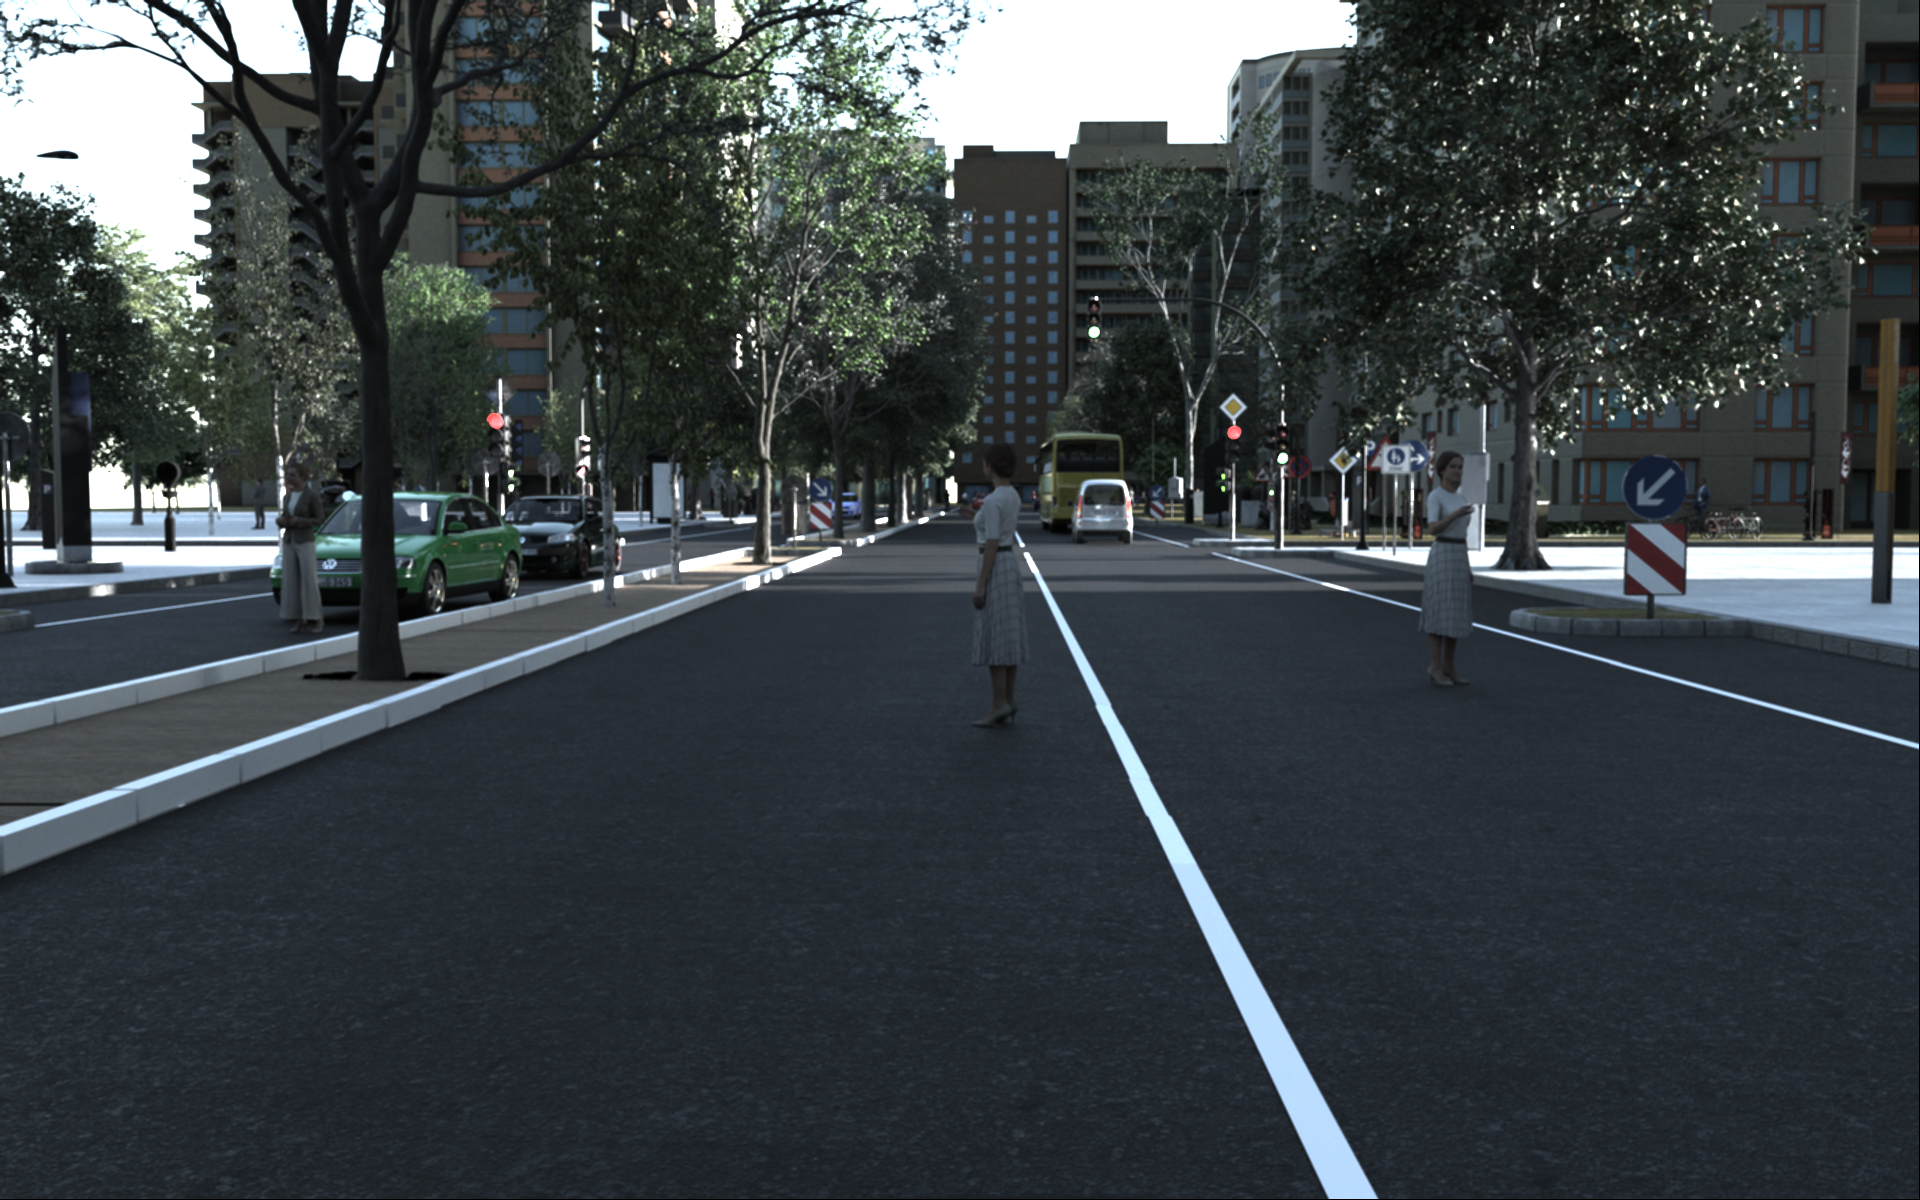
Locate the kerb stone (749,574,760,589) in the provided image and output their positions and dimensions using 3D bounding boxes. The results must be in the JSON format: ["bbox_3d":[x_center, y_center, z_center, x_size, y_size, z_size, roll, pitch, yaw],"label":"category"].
[{"bbox_3d":[-3.229,-0.263,26.503,0.120,0.150,1.000,0,4,1],"label":"kerb stone"}]

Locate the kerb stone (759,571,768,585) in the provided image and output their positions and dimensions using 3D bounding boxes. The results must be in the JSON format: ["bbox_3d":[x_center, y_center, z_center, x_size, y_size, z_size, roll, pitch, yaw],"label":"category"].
[{"bbox_3d":[-3.211,-0.322,27.525,0.120,0.150,1.000,0,4,1],"label":"kerb stone"}]

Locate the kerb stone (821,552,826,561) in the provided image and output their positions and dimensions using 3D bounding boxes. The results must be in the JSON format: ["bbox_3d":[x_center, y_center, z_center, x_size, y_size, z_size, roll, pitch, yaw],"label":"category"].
[{"bbox_3d":[-3.014,-0.889,36.753,0.120,0.150,1.000,0,4,1],"label":"kerb stone"}]

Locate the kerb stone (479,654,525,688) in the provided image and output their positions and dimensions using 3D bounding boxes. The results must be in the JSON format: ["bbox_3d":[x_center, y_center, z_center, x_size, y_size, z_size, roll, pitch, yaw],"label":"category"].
[{"bbox_3d":[-3.519,0.554,13.161,0.120,0.150,1.000,0,4,1],"label":"kerb stone"}]

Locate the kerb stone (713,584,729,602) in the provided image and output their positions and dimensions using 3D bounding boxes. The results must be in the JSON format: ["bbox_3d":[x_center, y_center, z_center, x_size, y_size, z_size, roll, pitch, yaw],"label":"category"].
[{"bbox_3d":[-3.300,-0.075,23.424,0.120,0.150,1.000,0,4,1],"label":"kerb stone"}]

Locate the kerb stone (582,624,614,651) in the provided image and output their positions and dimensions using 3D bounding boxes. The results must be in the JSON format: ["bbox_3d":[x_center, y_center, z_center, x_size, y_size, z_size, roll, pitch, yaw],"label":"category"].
[{"bbox_3d":[-3.440,0.365,16.242,0.120,0.150,1.000,0,4,1],"label":"kerb stone"}]

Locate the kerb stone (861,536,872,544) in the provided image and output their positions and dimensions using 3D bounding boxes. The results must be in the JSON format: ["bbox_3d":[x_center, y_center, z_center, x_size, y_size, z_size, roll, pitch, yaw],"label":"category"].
[{"bbox_3d":[-2.729,-1.739,50.627,0.120,0.150,1.000,0,4,1],"label":"kerb stone"}]

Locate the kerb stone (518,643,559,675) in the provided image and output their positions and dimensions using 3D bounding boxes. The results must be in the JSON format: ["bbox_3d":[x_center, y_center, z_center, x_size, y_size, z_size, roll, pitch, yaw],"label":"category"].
[{"bbox_3d":[-3.490,0.490,14.188,0.120,0.150,1.000,0,4,1],"label":"kerb stone"}]

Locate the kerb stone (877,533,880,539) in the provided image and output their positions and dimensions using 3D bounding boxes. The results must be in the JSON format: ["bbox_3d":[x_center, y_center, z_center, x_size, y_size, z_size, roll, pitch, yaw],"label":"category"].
[{"bbox_3d":[-2.666,-1.927,53.697,0.120,0.150,1.000,0,4,1],"label":"kerb stone"}]

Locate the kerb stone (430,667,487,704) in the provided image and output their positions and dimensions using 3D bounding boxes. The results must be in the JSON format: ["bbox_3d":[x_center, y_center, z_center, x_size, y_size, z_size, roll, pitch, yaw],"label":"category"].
[{"bbox_3d":[-3.540,0.615,12.135,0.120,0.150,1.000,0,4,1],"label":"kerb stone"}]

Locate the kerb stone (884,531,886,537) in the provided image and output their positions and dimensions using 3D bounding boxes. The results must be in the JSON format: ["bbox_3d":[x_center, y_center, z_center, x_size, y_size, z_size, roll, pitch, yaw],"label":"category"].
[{"bbox_3d":[-2.595,-2.110,56.764,0.120,0.150,1.000,0,4,1],"label":"kerb stone"}]

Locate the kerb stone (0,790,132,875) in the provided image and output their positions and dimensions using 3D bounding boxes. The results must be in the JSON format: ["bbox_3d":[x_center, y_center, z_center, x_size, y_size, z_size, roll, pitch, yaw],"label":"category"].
[{"bbox_3d":[-3.640,0.930,7.004,0.120,0.150,1.000,0,4,1],"label":"kerb stone"}]

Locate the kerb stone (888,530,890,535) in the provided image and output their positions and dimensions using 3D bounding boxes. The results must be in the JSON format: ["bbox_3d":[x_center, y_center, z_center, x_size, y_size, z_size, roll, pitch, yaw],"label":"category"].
[{"bbox_3d":[-2.550,-2.234,58.812,0.120,0.150,1.000,0,4,1],"label":"kerb stone"}]

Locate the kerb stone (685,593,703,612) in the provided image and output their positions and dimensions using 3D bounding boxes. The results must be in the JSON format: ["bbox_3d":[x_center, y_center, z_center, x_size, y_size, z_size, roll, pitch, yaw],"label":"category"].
[{"bbox_3d":[-3.346,0.050,21.374,0.120,0.150,1.000,0,4,1],"label":"kerb stone"}]

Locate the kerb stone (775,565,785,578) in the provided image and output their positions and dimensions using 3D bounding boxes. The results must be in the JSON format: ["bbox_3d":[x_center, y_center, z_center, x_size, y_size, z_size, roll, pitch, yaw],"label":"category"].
[{"bbox_3d":[-3.162,-0.452,29.583,0.120,0.150,1.000,0,4,1],"label":"kerb stone"}]

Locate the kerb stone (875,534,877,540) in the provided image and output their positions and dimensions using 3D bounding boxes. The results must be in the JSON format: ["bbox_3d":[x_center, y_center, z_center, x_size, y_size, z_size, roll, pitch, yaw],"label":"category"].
[{"bbox_3d":[-2.690,-1.864,52.676,0.120,0.150,1.000,0,4,1],"label":"kerb stone"}]

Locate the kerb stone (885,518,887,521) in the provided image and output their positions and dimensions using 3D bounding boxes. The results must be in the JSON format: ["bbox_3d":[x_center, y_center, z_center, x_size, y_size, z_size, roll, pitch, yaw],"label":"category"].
[{"bbox_3d":[-4.014,-4.126,89.656,0.120,0.150,1.000,0,4,1],"label":"kerb stone"}]

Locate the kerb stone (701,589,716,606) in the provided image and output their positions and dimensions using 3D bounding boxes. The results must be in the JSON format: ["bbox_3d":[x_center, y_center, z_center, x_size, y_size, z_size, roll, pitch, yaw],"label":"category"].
[{"bbox_3d":[-3.324,-0.012,22.398,0.120,0.150,1.000,0,4,1],"label":"kerb stone"}]

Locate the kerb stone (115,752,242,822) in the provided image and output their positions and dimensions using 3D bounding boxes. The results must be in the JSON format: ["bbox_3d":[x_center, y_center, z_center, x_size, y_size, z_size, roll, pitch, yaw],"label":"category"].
[{"bbox_3d":[-3.622,0.866,8.037,0.120,0.150,1.000,0,4,1],"label":"kerb stone"}]

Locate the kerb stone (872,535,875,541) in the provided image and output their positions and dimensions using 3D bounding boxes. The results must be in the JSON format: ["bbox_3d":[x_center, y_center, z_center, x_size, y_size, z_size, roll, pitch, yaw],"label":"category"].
[{"bbox_3d":[-2.702,-1.801,51.649,0.120,0.150,1.000,0,4,1],"label":"kerb stone"}]

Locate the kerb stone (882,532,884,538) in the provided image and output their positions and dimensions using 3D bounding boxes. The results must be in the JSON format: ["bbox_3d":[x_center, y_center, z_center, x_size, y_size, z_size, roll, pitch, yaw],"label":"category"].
[{"bbox_3d":[-2.618,-2.052,55.741,0.120,0.150,1.000,0,4,1],"label":"kerb stone"}]

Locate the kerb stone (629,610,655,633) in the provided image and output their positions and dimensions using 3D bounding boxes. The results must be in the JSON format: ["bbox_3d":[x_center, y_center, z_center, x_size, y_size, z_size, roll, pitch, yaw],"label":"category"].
[{"bbox_3d":[-3.403,0.239,18.292,0.120,0.150,1.000,0,4,1],"label":"kerb stone"}]

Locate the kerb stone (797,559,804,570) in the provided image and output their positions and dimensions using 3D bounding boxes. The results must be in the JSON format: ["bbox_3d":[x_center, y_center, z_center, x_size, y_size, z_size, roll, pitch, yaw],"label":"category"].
[{"bbox_3d":[-3.100,-0.639,32.653,0.120,0.150,1.000,0,4,1],"label":"kerb stone"}]

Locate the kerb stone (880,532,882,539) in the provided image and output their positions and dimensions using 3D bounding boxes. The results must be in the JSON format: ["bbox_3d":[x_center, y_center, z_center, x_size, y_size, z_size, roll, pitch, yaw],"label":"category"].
[{"bbox_3d":[-2.650,-1.989,54.720,0.120,0.150,1.000,0,4,1],"label":"kerb stone"}]

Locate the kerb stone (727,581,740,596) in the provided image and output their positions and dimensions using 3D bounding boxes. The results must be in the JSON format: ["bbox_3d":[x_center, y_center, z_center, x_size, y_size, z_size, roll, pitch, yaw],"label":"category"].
[{"bbox_3d":[-3.280,-0.136,24.448,0.120,0.150,1.000,0,4,1],"label":"kerb stone"}]

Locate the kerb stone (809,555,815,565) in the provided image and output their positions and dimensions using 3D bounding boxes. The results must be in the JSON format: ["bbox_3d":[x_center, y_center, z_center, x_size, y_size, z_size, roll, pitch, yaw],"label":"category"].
[{"bbox_3d":[-3.064,-0.765,34.700,0.120,0.150,1.000,0,4,1],"label":"kerb stone"}]

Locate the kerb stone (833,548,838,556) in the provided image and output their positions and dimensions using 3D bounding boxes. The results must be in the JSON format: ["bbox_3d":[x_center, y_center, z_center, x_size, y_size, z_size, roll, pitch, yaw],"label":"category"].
[{"bbox_3d":[-2.962,-1.078,39.837,0.120,0.150,1.000,0,4,1],"label":"kerb stone"}]

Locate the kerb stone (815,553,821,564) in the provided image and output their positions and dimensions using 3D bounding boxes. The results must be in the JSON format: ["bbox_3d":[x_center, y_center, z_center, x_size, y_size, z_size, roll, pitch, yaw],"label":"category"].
[{"bbox_3d":[-3.040,-0.828,35.725,0.120,0.150,1.000,0,4,1],"label":"kerb stone"}]

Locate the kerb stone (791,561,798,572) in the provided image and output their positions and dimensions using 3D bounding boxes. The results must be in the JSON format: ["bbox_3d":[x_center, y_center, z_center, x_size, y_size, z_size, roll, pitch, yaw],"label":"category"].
[{"bbox_3d":[-3.126,-0.577,31.631,0.120,0.150,1.000,0,4,1],"label":"kerb stone"}]

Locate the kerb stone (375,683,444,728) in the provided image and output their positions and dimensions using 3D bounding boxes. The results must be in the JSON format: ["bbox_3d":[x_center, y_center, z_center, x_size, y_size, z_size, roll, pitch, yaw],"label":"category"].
[{"bbox_3d":[-3.549,0.678,11.105,0.120,0.150,1.000,0,4,1],"label":"kerb stone"}]

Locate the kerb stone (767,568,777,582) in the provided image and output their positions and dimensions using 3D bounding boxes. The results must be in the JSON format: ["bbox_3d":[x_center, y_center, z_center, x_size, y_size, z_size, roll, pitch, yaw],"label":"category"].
[{"bbox_3d":[-3.187,-0.388,28.549,0.120,0.150,1.000,0,4,1],"label":"kerb stone"}]

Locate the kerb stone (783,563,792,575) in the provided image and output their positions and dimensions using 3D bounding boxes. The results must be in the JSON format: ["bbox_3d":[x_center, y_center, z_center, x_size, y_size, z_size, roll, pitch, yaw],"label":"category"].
[{"bbox_3d":[-3.141,-0.514,30.605,0.120,0.150,1.000,0,4,1],"label":"kerb stone"}]

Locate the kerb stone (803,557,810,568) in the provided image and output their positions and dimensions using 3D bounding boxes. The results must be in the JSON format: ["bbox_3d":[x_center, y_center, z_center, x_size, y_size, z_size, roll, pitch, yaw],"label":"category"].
[{"bbox_3d":[-3.086,-0.702,33.677,0.120,0.150,1.000,0,4,1],"label":"kerb stone"}]

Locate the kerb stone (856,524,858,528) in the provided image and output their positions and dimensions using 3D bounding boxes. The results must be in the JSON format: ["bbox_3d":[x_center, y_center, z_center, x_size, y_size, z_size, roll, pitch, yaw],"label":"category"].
[{"bbox_3d":[-4.397,-2.991,71.168,0.120,0.150,1.000,0,4,1],"label":"kerb stone"}]

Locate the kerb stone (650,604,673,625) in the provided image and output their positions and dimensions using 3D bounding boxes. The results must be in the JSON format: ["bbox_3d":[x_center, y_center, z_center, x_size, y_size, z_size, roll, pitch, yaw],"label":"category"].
[{"bbox_3d":[-3.380,0.176,19.321,0.120,0.150,1.000,0,4,1],"label":"kerb stone"}]

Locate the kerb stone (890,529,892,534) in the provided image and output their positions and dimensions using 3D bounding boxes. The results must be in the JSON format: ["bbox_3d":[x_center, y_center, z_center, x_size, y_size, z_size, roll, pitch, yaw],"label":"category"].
[{"bbox_3d":[-2.536,-2.299,59.839,0.120,0.150,1.000,0,4,1],"label":"kerb stone"}]

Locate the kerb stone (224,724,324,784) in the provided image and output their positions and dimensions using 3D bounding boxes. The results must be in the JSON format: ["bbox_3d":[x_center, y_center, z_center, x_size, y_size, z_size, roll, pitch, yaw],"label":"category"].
[{"bbox_3d":[-3.596,0.803,9.059,0.120,0.150,1.000,0,4,1],"label":"kerb stone"}]

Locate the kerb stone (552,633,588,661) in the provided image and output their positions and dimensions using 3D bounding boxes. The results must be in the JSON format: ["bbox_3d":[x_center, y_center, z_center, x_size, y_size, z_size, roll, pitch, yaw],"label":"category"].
[{"bbox_3d":[-3.473,0.432,15.221,0.120,0.150,1.000,0,4,1],"label":"kerb stone"}]

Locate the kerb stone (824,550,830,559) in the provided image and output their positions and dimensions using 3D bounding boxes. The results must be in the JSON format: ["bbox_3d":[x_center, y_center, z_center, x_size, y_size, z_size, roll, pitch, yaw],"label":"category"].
[{"bbox_3d":[-3.002,-0.953,37.776,0.120,0.150,1.000,0,4,1],"label":"kerb stone"}]

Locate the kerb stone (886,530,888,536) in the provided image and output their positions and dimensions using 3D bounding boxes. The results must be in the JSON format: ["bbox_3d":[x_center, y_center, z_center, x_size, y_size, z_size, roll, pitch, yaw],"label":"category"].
[{"bbox_3d":[-2.577,-2.177,57.786,0.120,0.150,1.000,0,4,1],"label":"kerb stone"}]

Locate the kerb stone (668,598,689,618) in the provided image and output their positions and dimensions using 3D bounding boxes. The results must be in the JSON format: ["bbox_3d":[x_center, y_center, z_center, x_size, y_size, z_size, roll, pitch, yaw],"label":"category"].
[{"bbox_3d":[-3.362,0.113,20.343,0.120,0.150,1.000,0,4,1],"label":"kerb stone"}]

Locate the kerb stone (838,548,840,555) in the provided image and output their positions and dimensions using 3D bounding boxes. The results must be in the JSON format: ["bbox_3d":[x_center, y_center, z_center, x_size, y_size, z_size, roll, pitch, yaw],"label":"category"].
[{"bbox_3d":[-2.928,-1.141,40.858,0.120,0.150,1.000,0,4,1],"label":"kerb stone"}]

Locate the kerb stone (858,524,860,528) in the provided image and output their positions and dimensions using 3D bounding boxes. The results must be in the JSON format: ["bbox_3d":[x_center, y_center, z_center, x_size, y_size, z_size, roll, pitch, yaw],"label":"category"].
[{"bbox_3d":[-4.383,-3.058,72.191,0.120,0.150,1.000,0,4,1],"label":"kerb stone"}]

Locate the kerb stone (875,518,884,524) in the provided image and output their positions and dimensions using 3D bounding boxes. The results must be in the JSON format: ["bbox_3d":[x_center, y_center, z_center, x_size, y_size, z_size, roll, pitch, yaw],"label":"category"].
[{"bbox_3d":[-4.054,-3.994,87.607,0.120,0.150,1.000,0,4,1],"label":"kerb stone"}]

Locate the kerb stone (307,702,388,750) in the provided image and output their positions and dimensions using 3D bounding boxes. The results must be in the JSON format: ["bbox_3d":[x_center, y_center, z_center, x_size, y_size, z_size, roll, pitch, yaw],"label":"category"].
[{"bbox_3d":[-3.580,0.741,10.081,0.120,0.150,1.000,0,4,1],"label":"kerb stone"}]

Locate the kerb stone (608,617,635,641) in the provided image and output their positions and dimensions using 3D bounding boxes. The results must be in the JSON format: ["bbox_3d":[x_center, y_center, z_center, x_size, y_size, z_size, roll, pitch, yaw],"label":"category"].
[{"bbox_3d":[-3.428,0.301,17.269,0.120,0.150,1.000,0,4,1],"label":"kerb stone"}]

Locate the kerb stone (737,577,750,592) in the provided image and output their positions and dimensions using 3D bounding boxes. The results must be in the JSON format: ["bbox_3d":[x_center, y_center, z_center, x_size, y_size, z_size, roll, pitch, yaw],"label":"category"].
[{"bbox_3d":[-3.251,-0.200,25.474,0.120,0.150,1.000,0,4,1],"label":"kerb stone"}]

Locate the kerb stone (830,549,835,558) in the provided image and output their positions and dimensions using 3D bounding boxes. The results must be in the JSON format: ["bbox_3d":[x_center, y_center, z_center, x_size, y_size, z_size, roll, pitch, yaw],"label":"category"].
[{"bbox_3d":[-2.975,-1.016,38.808,0.120,0.150,1.000,0,4,1],"label":"kerb stone"}]
